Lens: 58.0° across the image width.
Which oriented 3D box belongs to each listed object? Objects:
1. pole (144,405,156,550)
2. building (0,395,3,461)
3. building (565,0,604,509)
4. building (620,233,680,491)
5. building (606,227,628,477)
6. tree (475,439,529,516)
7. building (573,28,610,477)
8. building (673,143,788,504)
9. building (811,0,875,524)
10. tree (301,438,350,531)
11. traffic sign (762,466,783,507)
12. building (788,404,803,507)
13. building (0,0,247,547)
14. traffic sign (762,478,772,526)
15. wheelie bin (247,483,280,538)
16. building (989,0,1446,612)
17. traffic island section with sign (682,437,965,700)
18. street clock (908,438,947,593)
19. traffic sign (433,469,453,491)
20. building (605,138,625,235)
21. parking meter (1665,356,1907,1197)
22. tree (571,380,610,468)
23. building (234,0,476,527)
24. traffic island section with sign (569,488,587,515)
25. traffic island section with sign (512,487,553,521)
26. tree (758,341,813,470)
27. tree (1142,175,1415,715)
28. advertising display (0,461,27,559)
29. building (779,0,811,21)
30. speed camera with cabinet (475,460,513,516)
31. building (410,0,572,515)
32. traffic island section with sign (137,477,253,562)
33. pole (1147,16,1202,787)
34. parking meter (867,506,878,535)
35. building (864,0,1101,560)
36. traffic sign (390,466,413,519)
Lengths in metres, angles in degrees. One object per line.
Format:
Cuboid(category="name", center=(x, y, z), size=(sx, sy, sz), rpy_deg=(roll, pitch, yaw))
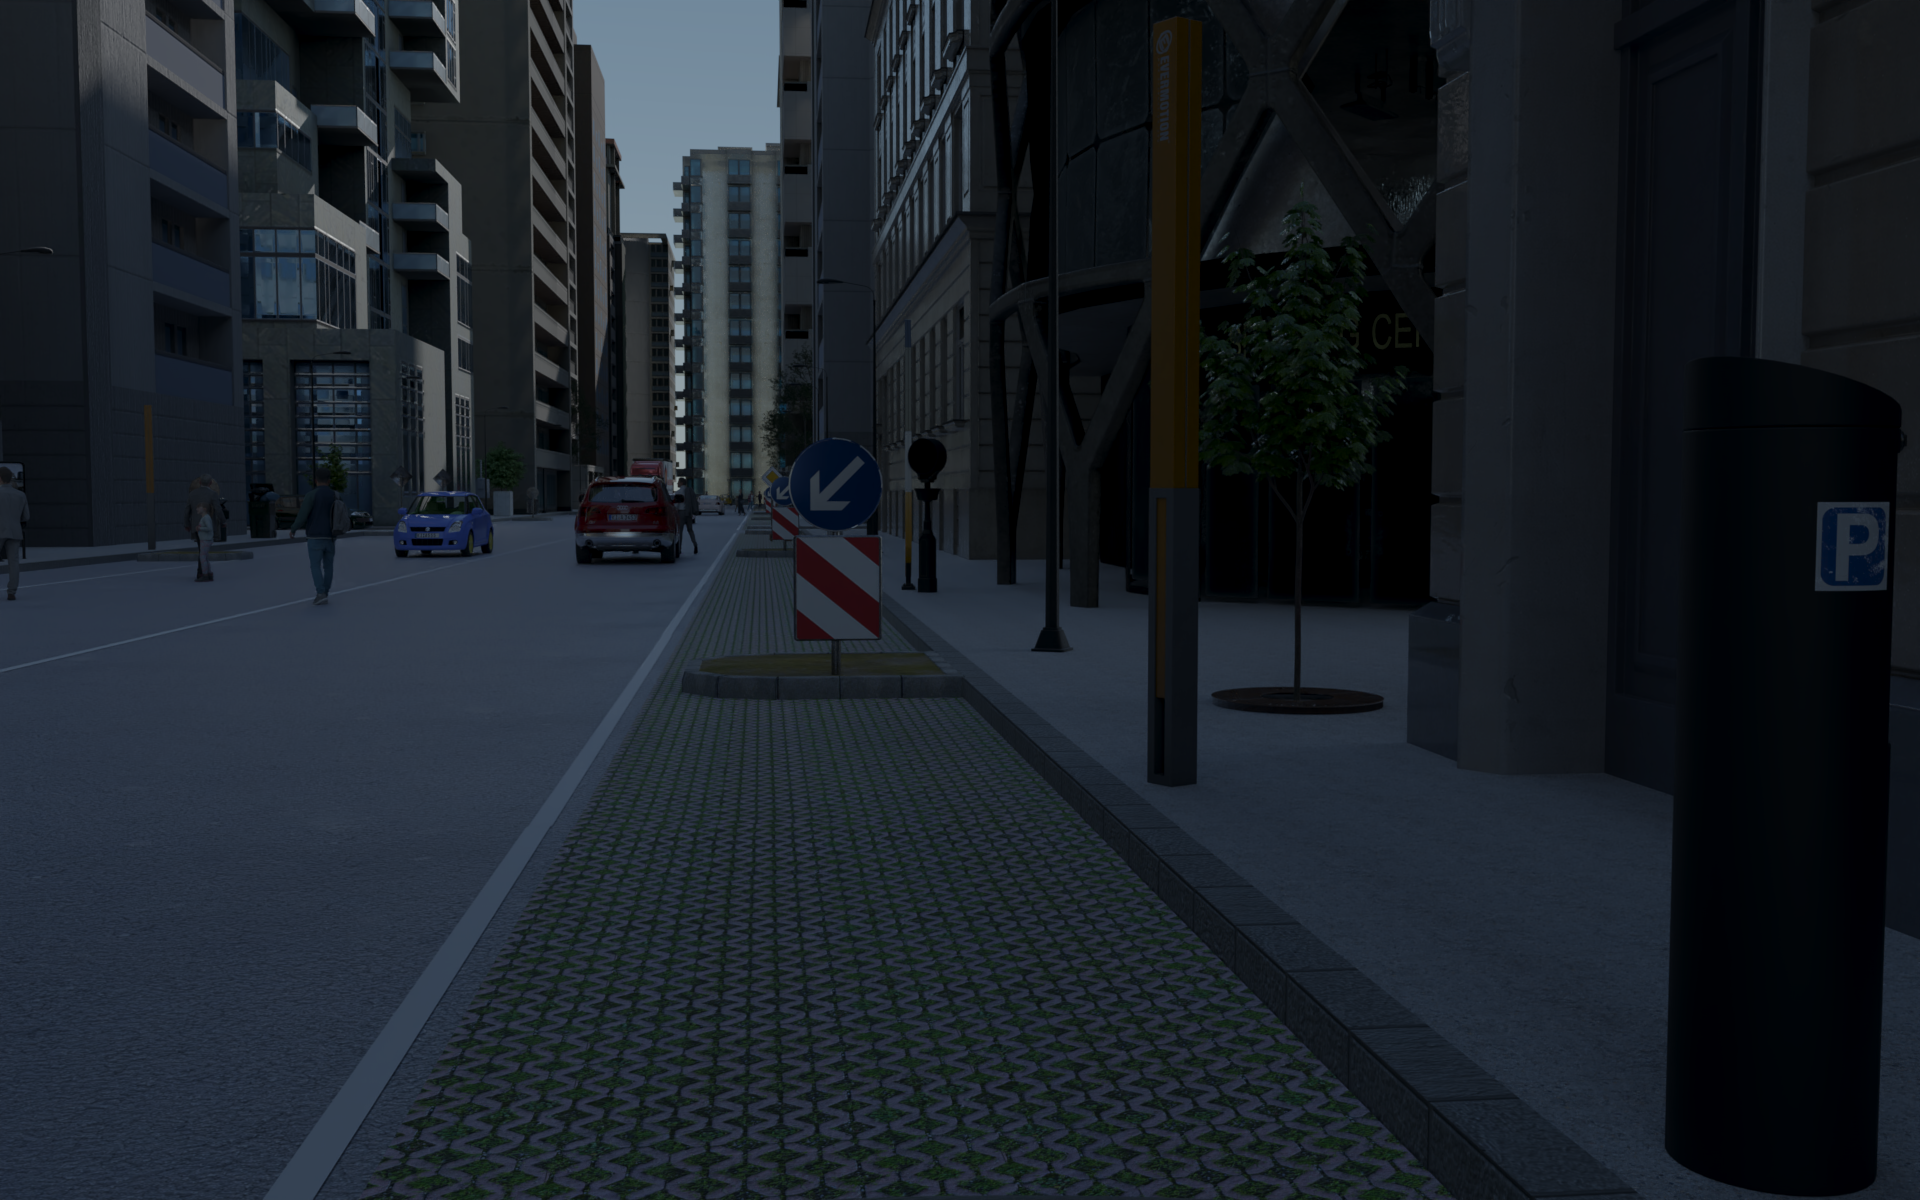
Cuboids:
Cuboid(category="pole", center=(-18.617, -2.811, 39.809), size=(0.158, 3.312, 0.155), rpy_deg=(0, 3, 0))
Cuboid(category="building", center=(-26.997, -15.751, 29.233), size=(14.160, 30.474, 14.107), rpy_deg=(0, 4, -7))
Cuboid(category="building", center=(-42.352, -43.620, 151.439), size=(20.563, 71.187, 20.611), rpy_deg=(0, 4, -7))
Cuboid(category="building", center=(-51.679, -33.544, 240.332), size=(23.993, 40.220, 32.217), rpy_deg=(0, 4, -7))
Cuboid(category="building", center=(-43.214, -25.266, 184.795), size=(14.160, 30.474, 14.107), rpy_deg=(0, 4, -7))
Cuboid(category="tree", center=(-27.474, -7.361, 104.058), size=(4.285, 4.588, 4.351), rpy_deg=(0, 3, 0))
Cuboid(category="building", center=(-42.218, -31.781, 169.730), size=(14.600, 45.320, 14.200), rpy_deg=(0, 4, -7))
Cuboid(category="building", center=(-23.816, -37.890, 239.115), size=(30.456, 49.044, 23.786), rpy_deg=(0, 4, -7))
Cuboid(category="building", center=(7.555, -32.848, 79.064), size=(28.212, 58.520, 21.231), rpy_deg=(0, 4, -7))
Cuboid(category="tree", center=(-21.568, -3.984, 59.743), size=(1.663, 3.219, 1.824), rpy_deg=(0, 3, 0))
Cuboid(category="traffic sign", center=(-6.707, -3.568, 61.980), size=(0.795, 2.450, 0.064), rpy_deg=(0, 4, -7))
Cuboid(category="building", center=(-5.873, -33.254, 167.402), size=(21.300, 48.544, 21.600), rpy_deg=(0, 4, -7))
Cuboid(category="building", center=(-36.000, -30.891, 47.075), size=(28.212, 58.520, 21.231), rpy_deg=(0, 4, -7))
Cuboid(category="traffic sign", center=(-7.616, -4.053, 69.914), size=(0.795, 2.450, 0.064), rpy_deg=(0, 4, -7))
Cuboid(category="wheelie bin", center=(-20.249, -2.593, 50.308), size=(0.980, 1.594, 0.693), rpy_deg=(0, 4, -4))
Cuboid(category="building", center=(8.686, -9.574, 23.992), size=(16.820, 18.784, 16.811), rpy_deg=(0, 4, -7))
Cuboid(category="traffic island section with sign", center=(-1.062, -0.264, 12.946), size=(1.989, 1.847, 2.006), rpy_deg=(0, 4, -7))
Cuboid(category="street clock", center=(-0.424, -1.100, 22.549), size=(0.471, 2.002, 0.358), rpy_deg=(2, 4, 33))
Cuboid(category="traffic sign", center=(-20.429, -3.965, 68.473), size=(0.795, 2.450, 0.064), rpy_deg=(0, 4, -7))
Cuboid(category="building", center=(-53.067, -33.675, 205.202), size=(28.867, 44.769, 22.147), rpy_deg=(0, 4, -7))
Cuboid(category="parking meter", center=(1.560, 0.313, 3.296), size=(0.372, 1.533, 0.369), rpy_deg=(0, 3, 0))
Cuboid(category="tree", center=(-30.834, -12.079, 131.901), size=(8.767, 10.594, 7.601), rpy_deg=(0, 4, -8))
Cuboid(category="building", center=(-34.887, -46.901, 79.508), size=(22.319, 86.520, 31.000), rpy_deg=(0, 4, -7))
Cuboid(category="traffic island section with sign", center=(-26.056, -6.831, 120.315), size=(1.989, 1.847, 2.006), rpy_deg=(0, 4, -7))
Cuboid(category="traffic island section with sign", center=(-22.933, -5.161, 93.012), size=(1.989, 1.847, 2.006), rpy_deg=(0, 4, -7))
Cuboid(category="tree", center=(-9.155, -10.531, 106.590), size=(7.601, 10.594, 8.767), rpy_deg=(-3, 5, -42))
Cuboid(category="tree", center=(2.164, -0.976, 10.561), size=(1.663, 3.219, 1.824), rpy_deg=(0, 3, 0))
Cuboid(category="advertising display", center=(-18.848, -1.756, 33.932), size=(0.974, 1.923, 0.123), rpy_deg=(-2, 4, -35))
Cuboid(category="building", center=(0.496, -32.846, 126.273), size=(28.713, 52.752, 27.495), rpy_deg=(0, 4, -7))
Cuboid(category="speed camera with cabinet", center=(-26.895, -6.460, 99.964), size=(2.038, 3.252, 0.660), rpy_deg=(0, 4, 4))
Cuboid(category="building", center=(-38.009, -30.035, 114.770), size=(21.300, 48.544, 21.600), rpy_deg=(0, 4, -7))
Cuboid(category="traffic island section with sign", center=(-16.604, -1.784, 37.792), size=(1.989, 1.847, 2.006), rpy_deg=(0, 4, -7))
Cuboid(category="pole", center=(0.940, -0.840, 7.581), size=(0.158, 3.312, 0.155), rpy_deg=(0, 3, 0))
Cuboid(category="parking meter", center=(-2.375, -2.522, 46.938), size=(0.255, 1.863, 0.399), rpy_deg=(1, 4, 9))
Cuboid(category="building", center=(5.772, -13.131, 47.982), size=(16.112, 22.955, 30.059), rpy_deg=(0, 4, -7))
Cuboid(category="traffic sign", center=(-19.520, -3.480, 60.539), size=(0.795, 2.450, 0.064), rpy_deg=(0, 4, -7))
